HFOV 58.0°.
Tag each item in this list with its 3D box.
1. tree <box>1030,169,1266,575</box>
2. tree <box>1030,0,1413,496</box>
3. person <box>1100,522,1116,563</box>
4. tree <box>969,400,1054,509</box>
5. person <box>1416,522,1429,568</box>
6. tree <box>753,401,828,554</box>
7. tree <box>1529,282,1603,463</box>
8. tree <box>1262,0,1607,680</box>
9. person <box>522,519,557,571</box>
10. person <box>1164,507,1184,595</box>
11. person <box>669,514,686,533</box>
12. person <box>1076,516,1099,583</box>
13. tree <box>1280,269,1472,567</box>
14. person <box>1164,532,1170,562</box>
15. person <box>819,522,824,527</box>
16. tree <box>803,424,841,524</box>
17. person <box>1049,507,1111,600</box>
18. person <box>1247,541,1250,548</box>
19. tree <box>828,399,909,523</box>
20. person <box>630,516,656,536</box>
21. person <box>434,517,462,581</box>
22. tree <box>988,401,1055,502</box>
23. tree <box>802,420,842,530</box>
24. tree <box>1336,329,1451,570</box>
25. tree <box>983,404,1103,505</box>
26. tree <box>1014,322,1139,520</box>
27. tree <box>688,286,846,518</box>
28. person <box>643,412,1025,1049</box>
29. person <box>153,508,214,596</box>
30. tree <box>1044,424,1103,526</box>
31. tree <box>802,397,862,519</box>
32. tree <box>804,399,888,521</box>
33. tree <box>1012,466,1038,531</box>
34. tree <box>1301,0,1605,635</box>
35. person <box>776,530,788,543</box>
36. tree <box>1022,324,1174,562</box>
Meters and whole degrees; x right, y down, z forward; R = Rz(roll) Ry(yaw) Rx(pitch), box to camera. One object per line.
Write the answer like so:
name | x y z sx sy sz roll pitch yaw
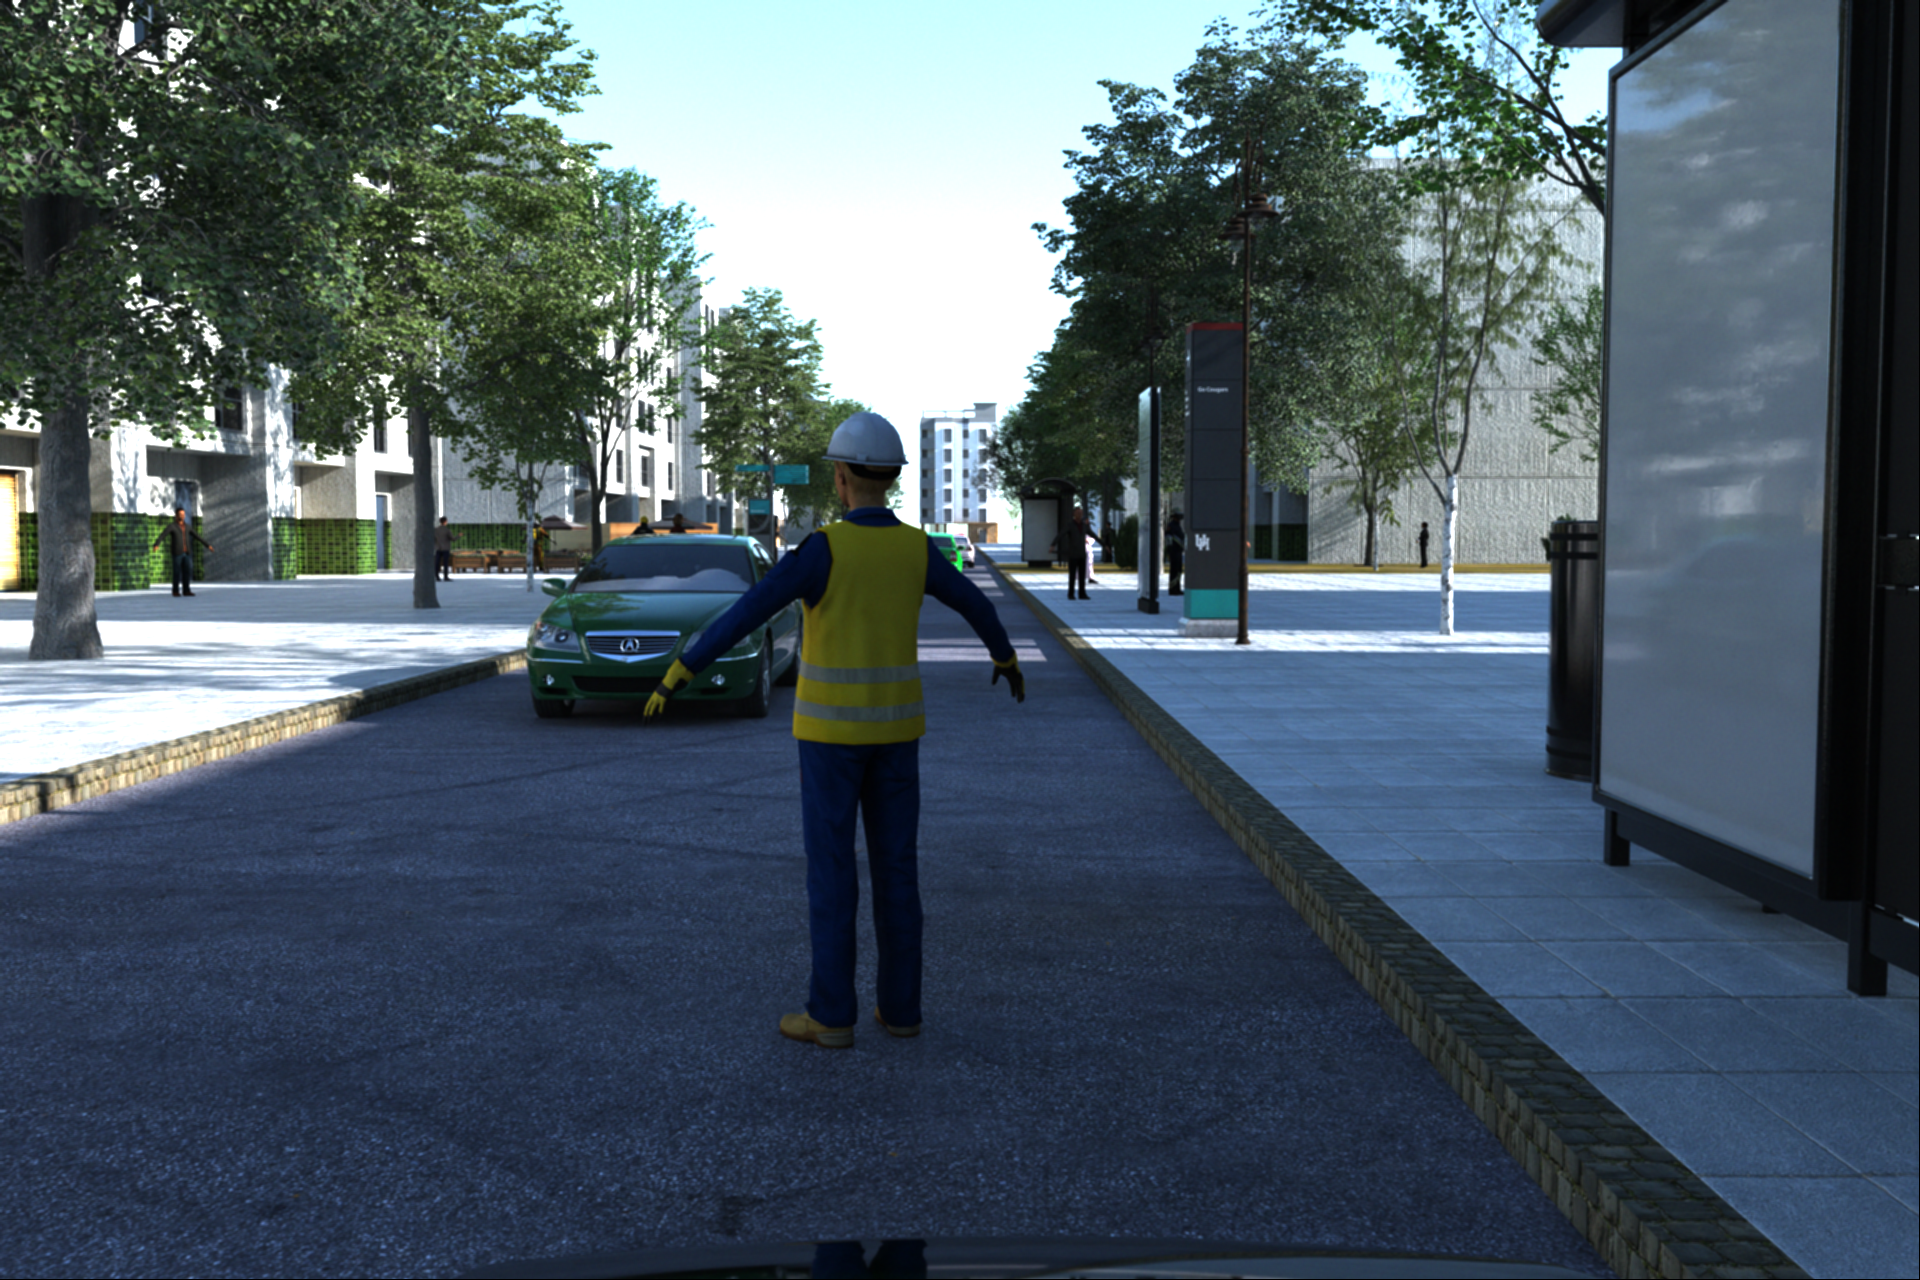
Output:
tree | 6.101 -8.367 54.923 7.486 12.596 7.792 0 3 0
tree | 6.481 -8.316 42.621 9.857 13.997 8.962 0 3 0
person | 6.539 -4.302 76.275 0.705 1.837 1.347 3 5 40
tree | 5.903 -15.104 157.316 12.009 13.543 11.850 0 3 0
person | 17.579 -3.621 65.920 0.721 1.740 1.216 2 4 32
tree | -9.149 -8.738 93.230 4.737 8.622 4.395 0 3 0
tree | 26.928 -8.825 70.046 9.928 11.665 9.643 0 3 0
tree | 5.784 -5.414 14.267 9.928 11.665 9.643 0 3 0
person | -14.734 -3.347 60.498 1.354 1.858 0.705 1 4 19
person | 4.554 -1.862 36.309 0.704 1.845 1.351 2 4 27
person | -6.094 -1.911 38.053 0.721 1.729 1.215 -3 5 -43
person | 3.253 -2.342 45.009 0.621 1.740 0.551 2 4 31
tree | 16.244 -8.730 68.487 9.928 11.665 9.643 0 3 0
person | 9.563 -4.410 78.239 1.346 1.812 0.704 2 4 28
person | -6.074 -4.258 75.746 1.347 1.817 0.704 -3 5 -41
tree | -9.297 -10.033 114.400 4.737 8.622 4.395 0 3 0
person | 2.316 -1.696 33.914 1.348 1.807 0.705 -2 4 -25
person | 7.982 -2.625 49.138 0.705 1.803 1.348 0 4 -2
tree | -9.600 -15.591 161.565 9.857 13.997 8.962 0 3 0
person | -10.111 -3.044 55.539 1.351 1.858 0.704 0 4 7
person | -14.034 -2.495 47.367 0.617 1.759 0.750 2 4 24
tree | 6.012 -12.734 133.951 9.928 11.665 9.643 0 3 0
tree | -8.766 -9.700 108.955 4.737 8.622 4.395 0 3 0
tree | 14.914 -6.758 60.849 4.737 8.622 4.395 0 3 0
tree | 5.944 -10.967 113.716 8.767 10.594 7.601 -1 4 -13
tree | 6.311 -10.521 90.142 7.486 12.596 7.792 0 3 0
tree | -9.170 -9.897 79.947 7.486 12.596 7.792 0 3 0
person | -0.316 0.242 4.973 1.216 1.772 0.721 -2 4 -31
person | -16.072 -1.816 35.758 0.705 1.821 1.348 2 4 32
tree | 6.643 -9.442 104.741 4.737 8.622 4.395 0 3 0
tree | -9.906 -13.806 143.850 7.486 12.596 7.792 0 3 0
tree | -8.844 -12.644 132.489 9.928 11.665 9.643 0 3 0
tree | 6.098 -11.726 142.076 4.360 8.622 3.978 0 3 0
tree | 6.138 -4.359 21.634 4.360 8.622 3.978 0 3 0
person | -7.611 -3.913 70.100 1.348 1.813 0.705 1 4 18
tree | 6.777 -9.344 78.533 9.928 11.665 9.643 0 3 0
